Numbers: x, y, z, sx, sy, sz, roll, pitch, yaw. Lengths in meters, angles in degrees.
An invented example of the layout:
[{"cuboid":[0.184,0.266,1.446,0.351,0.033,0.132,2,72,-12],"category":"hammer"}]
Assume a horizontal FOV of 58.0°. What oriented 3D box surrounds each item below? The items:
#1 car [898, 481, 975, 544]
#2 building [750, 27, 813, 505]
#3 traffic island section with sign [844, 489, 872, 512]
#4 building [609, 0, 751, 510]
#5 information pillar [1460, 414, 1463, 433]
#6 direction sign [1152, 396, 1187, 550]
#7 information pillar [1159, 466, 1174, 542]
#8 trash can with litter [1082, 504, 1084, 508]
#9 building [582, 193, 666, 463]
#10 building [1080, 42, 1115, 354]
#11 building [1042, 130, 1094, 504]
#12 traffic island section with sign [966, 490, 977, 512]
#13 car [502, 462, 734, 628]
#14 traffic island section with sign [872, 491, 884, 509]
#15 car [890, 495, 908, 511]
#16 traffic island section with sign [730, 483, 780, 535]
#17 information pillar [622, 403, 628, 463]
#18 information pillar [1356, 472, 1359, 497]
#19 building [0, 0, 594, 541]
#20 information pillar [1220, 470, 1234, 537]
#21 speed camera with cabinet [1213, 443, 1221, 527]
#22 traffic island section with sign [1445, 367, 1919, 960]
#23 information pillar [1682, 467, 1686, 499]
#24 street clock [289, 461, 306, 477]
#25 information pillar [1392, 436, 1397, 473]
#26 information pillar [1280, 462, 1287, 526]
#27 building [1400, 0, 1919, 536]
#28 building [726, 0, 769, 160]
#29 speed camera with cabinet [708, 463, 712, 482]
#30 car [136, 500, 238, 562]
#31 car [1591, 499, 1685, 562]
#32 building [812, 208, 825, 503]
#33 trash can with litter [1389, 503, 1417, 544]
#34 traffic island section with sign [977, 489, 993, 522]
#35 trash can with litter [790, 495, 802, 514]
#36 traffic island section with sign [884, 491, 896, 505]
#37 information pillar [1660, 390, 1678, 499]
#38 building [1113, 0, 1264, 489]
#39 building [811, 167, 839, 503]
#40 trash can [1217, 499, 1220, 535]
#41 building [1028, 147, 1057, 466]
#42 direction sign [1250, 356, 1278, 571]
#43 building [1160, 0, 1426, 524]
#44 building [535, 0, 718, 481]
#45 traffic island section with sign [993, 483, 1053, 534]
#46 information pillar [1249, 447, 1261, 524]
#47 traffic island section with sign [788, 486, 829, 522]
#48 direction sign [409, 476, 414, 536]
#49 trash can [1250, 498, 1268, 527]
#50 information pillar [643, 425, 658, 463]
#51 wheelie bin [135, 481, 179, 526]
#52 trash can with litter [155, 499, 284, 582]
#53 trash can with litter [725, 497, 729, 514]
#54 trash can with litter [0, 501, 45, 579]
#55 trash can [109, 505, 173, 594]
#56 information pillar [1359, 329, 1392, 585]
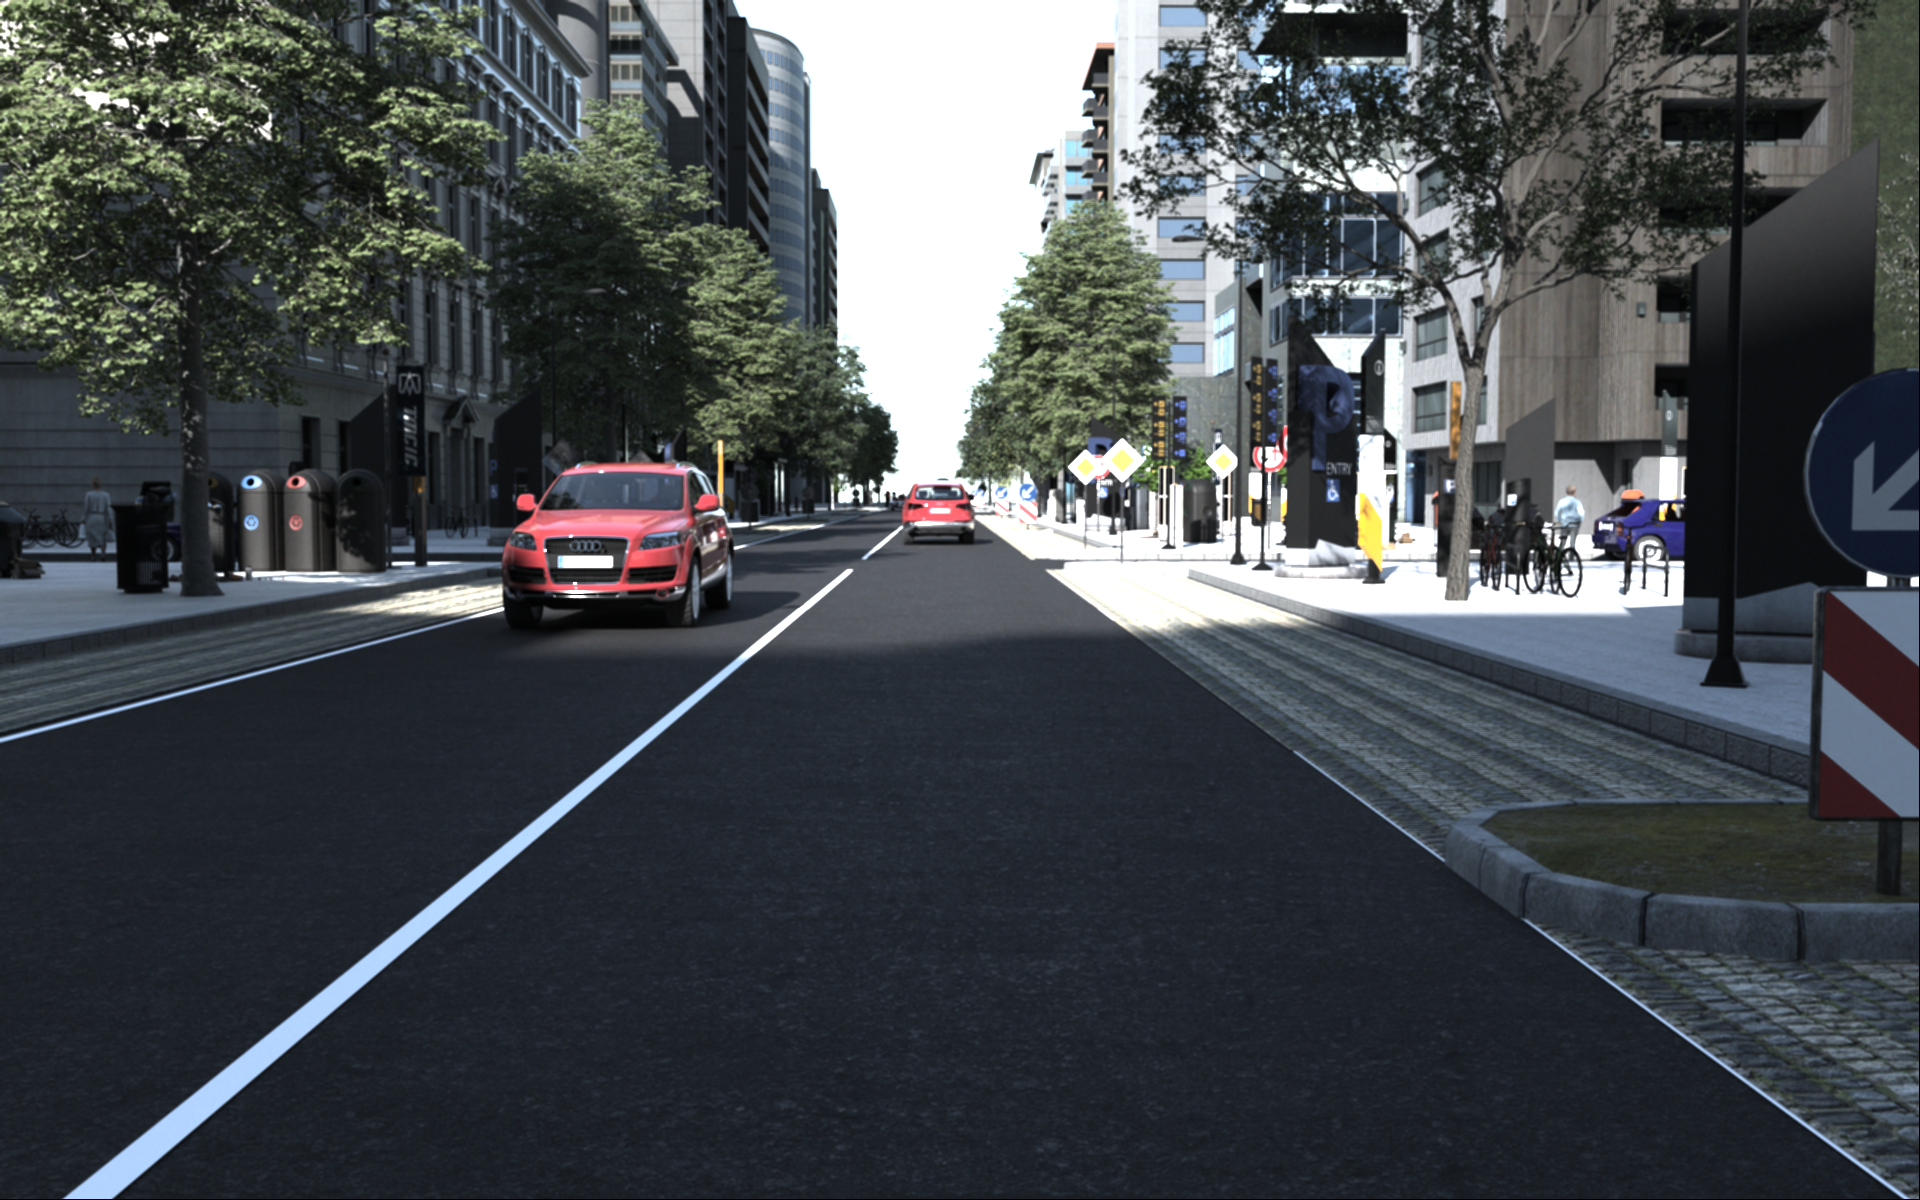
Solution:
[{"cuboid":[-0.674,-2.576,50.787,2.281,1.827,5.304,0,4,-3],"category":"car"},{"cuboid":[-30.230,-41.393,218.767,21.231,58.520,28.212,0,4,-1],"category":"building"},{"cuboid":[-8.254,-7.958,138.740,1.989,1.847,2.006,0,4,-1],"category":"traffic island section with sign"},{"cuboid":[-28.533,-43.412,148.041,20.563,71.187,20.611,0,4,-1],"category":"building"},{"cuboid":[14.697,-3.655,51.107,0.183,3.616,0.504,-1,4,-19],"category":"information pillar"},{"cuboid":[4.826,-2.937,40.016,0.876,3.537,0.379,-1,4,-20],"category":"direction sign"},{"cuboid":[5.487,-2.542,46.054,0.304,2.012,0.304,-1,4,-23],"category":"information pillar"},{"cuboid":[5.010,-3.161,63.068,1.055,1.170,0.624,-1,4,-13],"category":"trash can with litter"},{"cuboid":[-23.298,-14.393,99.956,10.561,19.102,19.286,0,4,-1],"category":"building"},{"cuboid":[23.140,-31.385,167.770,22.147,44.769,28.867,0,4,-1],"category":"building"},{"cuboid":[22.367,-37.286,229.238,23.786,49.044,30.456,0,4,-1],"category":"building"},{"cuboid":[1.507,-7.975,139.013,1.989,1.847,2.006,0,4,-1],"category":"traffic island section with sign"},{"cuboid":[-3.865,-0.707,20.237,2.281,1.827,5.304,0,4,-1],"category":"car"},{"cuboid":[-8.535,-9.606,165.693,1.989,1.847,2.006,0,4,-1],"category":"traffic island section with sign"},{"cuboid":[-5.186,-8.519,151.859,1.945,1.354,3.894,0,4,-1],"category":"car"},{"cuboid":[-7.470,-3.249,61.742,1.989,1.847,2.006,0,4,-1],"category":"traffic island section with sign"},{"cuboid":[-8.706,-3.284,45.056,0.183,3.616,0.504,0,4,-5],"category":"information pillar"},{"cuboid":[13.204,-3.288,58.247,0.304,2.012,0.304,-1,4,-9],"category":"information pillar"},{"cuboid":[-26.701,-17.828,67.901,17.030,29.872,44.131,0,4,-1],"category":"building"},{"cuboid":[8.038,-2.918,52.194,0.304,2.012,0.304,2,4,29],"category":"information pillar"},{"cuboid":[9.949,-4.423,66.645,0.660,3.252,2.038,1,4,12],"category":"speed camera with cabinet"},{"cuboid":[2.873,0.147,6.232,1.989,1.847,2.006,0,4,-1],"category":"traffic island section with sign"},{"cuboid":[19.998,-2.628,47.452,0.304,2.012,0.304,-3,4,-37],"category":"information pillar"},{"cuboid":[-14.638,-2.064,38.324,0.358,2.002,0.471,-3,5,-41],"category":"street clock"},{"cuboid":[15.267,-4.298,61.622,0.504,3.616,0.183,-1,4,-16],"category":"information pillar"},{"cuboid":[13.141,-4.780,69.511,0.504,3.616,0.183,3,4,38],"category":"information pillar"},{"cuboid":[23.051,-17.374,55.774,14.107,30.474,14.160,0,4,-1],"category":"building"},{"cuboid":[-30.391,-33.442,170.480,21.300,48.544,21.600,0,4,-1],"category":"building"},{"cuboid":[-16.220,-7.025,109.193,0.660,3.252,2.038,-2,4,-28],"category":"speed camera with cabinet"},{"cuboid":[-14.793,-1.402,35.501,3.894,1.354,1.945,0,4,-1],"category":"car"},{"cuboid":[15.130,-1.404,35.539,3.894,1.354,1.945,0,4,0],"category":"car"},{"cuboid":[-26.428,-34.139,241.759,14.154,41.232,14.086,0,4,-1],"category":"building"},{"cuboid":[11.184,-2.032,44.605,1.055,1.170,0.624,0,4,-6],"category":"trash can with litter"},{"cuboid":[2.024,-4.925,89.148,1.989,1.847,2.006,0,4,-1],"category":"traffic island section with sign"},{"cuboid":[-10.528,-6.242,113.113,1.678,1.210,2.233,0,3,0],"category":"trash can with litter"},{"cuboid":[-9.117,-13.038,221.797,1.989,1.847,2.006,0,4,-1],"category":"traffic island section with sign"},{"cuboid":[16.092,-2.935,39.347,0.504,3.616,0.183,-2,4,-34],"category":"information pillar"},{"cuboid":[22.870,-36.488,138.577,21.231,58.520,28.212,0,4,-1],"category":"building"},{"cuboid":[-29.548,-38.891,259.572,21.300,48.544,21.600,0,4,-1],"category":"building"},{"cuboid":[8.238,-2.639,54.798,0.748,1.137,0.748,0,3,0],"category":"trash can"},{"cuboid":[25.147,-40.982,259.285,28.713,52.752,27.495,0,4,-1],"category":"building"},{"cuboid":[5.065,-2.258,28.919,0.379,3.537,0.876,3,4,38],"category":"direction sign"},{"cuboid":[23.236,-47.405,87.742,22.319,86.520,31.000,0,4,-1],"category":"building"},{"cuboid":[-34.423,-26.552,126.011,32.217,40.220,23.993,0,4,-1],"category":"building"},{"cuboid":[2.295,-3.276,62.195,1.989,1.847,2.006,0,4,-1],"category":"traffic island section with sign"},{"cuboid":[11.944,-4.804,69.895,0.504,3.616,0.183,1,4,12],"category":"information pillar"},{"cuboid":[-7.744,-4.911,88.917,1.989,1.847,2.006,0,4,-1],"category":"traffic island section with sign"},{"cuboid":[-16.855,-3.760,53.467,0.876,3.537,0.379,2,4,33],"category":"direction sign"},{"cuboid":[11.704,-3.436,67.825,0.748,1.137,0.748,0,3,0],"category":"trash can"},{"cuboid":[-10.219,-4.021,57.100,0.504,3.616,0.183,-1,4,-14],"category":"information pillar"},{"cuboid":[-19.435,-2.087,42.026,0.980,1.594,0.693,-3,5,-44],"category":"wheelie bin"},{"cuboid":[-11.384,-0.901,25.782,2.233,1.210,1.678,1,4,19],"category":"trash can with litter"},{"cuboid":[-11.027,-4.101,78.442,1.055,1.170,0.624,-2,4,-28],"category":"trash can with litter"},{"cuboid":[-14.412,-0.923,26.473,1.055,1.170,0.624,2,4,27],"category":"trash can with litter"},{"cuboid":[-10.612,-0.662,22.472,0.748,1.137,0.748,0,3,0],"category":"trash can"},{"cuboid":[5.840,-2.029,24.532,0.504,3.616,0.183,-3,5,-43],"category":"information pillar"}]
